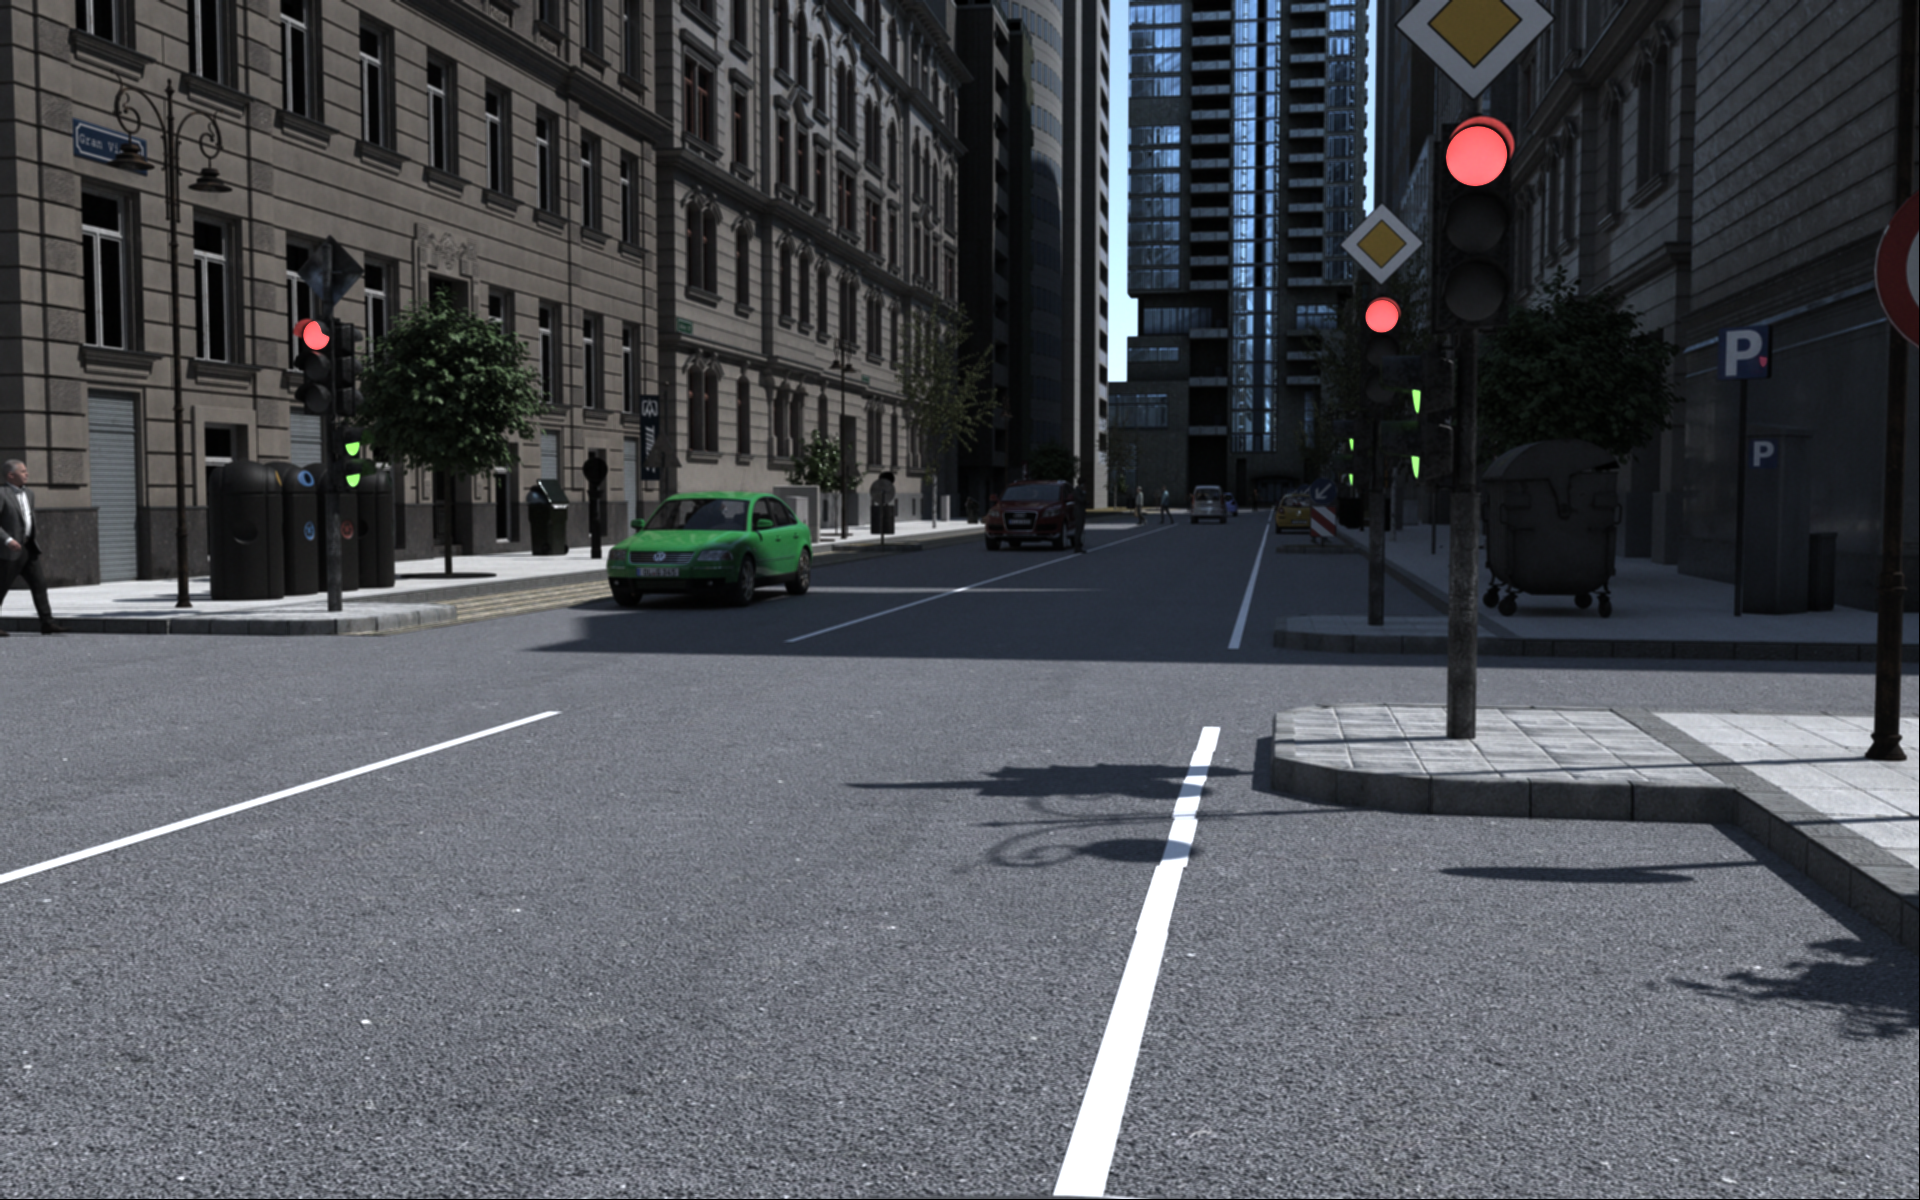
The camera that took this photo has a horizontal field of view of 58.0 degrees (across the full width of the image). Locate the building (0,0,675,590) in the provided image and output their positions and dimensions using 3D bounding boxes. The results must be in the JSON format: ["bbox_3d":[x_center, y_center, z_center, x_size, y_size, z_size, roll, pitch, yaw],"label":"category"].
[{"bbox_3d":[-15.793,-14.555,35.241,12.463,27.353,25.104,1,4,10],"label":"building"}]

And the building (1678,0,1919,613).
[{"bbox_3d":[19.526,-10.519,21.138,18.267,20.994,9.793,1,4,10],"label":"building"}]

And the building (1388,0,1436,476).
[{"bbox_3d":[31.524,-27.260,95.810,14.600,45.320,14.200,1,4,10],"label":"building"}]

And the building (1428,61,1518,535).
[{"bbox_3d":[24.014,-14.924,62.026,12.078,24.808,19.932,1,4,10],"label":"building"}]

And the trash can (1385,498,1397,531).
[{"bbox_3d":[14.727,-2.956,59.976,0.748,1.137,0.748,0,3,0],"label":"trash can"}]

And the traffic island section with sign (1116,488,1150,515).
[{"bbox_3d":[11.842,-6.770,119.320,1.989,1.847,2.006,1,4,10],"label":"traffic island section with sign"}]

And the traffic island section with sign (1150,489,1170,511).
[{"bbox_3d":[16.689,-8.392,145.838,1.989,1.847,2.006,1,4,10],"label":"traffic island section with sign"}]

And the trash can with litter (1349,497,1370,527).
[{"bbox_3d":[15.782,-3.489,68.440,1.055,1.170,0.624,1,4,14],"label":"trash can with litter"}]

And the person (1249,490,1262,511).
[{"bbox_3d":[25.354,-8.569,148.745,1.348,1.807,0.705,-1,4,-20],"label":"person"}]

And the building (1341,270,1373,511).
[{"bbox_3d":[46.768,-18.368,145.363,27.650,21.520,28.899,1,4,10],"label":"building"}]

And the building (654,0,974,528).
[{"bbox_3d":[-8.119,-18.095,83.249,14.401,28.519,23.554,1,4,10],"label":"building"}]

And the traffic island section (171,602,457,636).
[{"bbox_3d":[-6.862,0.202,18.978,2.009,0.180,2.903,1,4,10],"label":"traffic island section"}]

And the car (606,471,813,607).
[{"bbox_3d":[-3.309,-0.901,23.531,1.959,1.807,4.718,1,4,10],"label":"car"}]

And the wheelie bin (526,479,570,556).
[{"bbox_3d":[-8.658,-1.735,36.273,0.693,1.594,0.980,2,4,25],"label":"wheelie bin"}]

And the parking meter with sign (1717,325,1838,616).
[{"bbox_3d":[8.820,-1.366,18.600,1.738,3.016,0.543,-3,4,-38],"label":"parking meter with sign"}]

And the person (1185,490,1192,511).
[{"bbox_3d":[19.308,-8.327,145.373,0.721,1.735,1.217,-3,5,-42],"label":"person"}]

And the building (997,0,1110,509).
[{"bbox_3d":[-0.907,-37.606,156.861,28.212,58.520,21.231,1,4,10],"label":"building"}]

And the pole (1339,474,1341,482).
[{"bbox_3d":[19.897,-5.904,90.379,0.158,3.312,0.155,0,3,0],"label":"pole"}]

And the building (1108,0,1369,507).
[{"bbox_3d":[30.247,-53.416,186.028,31.000,86.520,22.319,1,4,10],"label":"building"}]

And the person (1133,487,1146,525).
[{"bbox_3d":[8.384,-4.383,80.648,0.515,1.767,0.782,0,4,-6],"label":"person"}]

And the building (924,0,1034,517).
[{"bbox_3d":[-3.599,-20.184,101.717,14.160,30.474,14.107,1,4,10],"label":"building"}]

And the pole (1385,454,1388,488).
[{"bbox_3d":[20.798,-5.545,84.510,0.158,3.312,0.155,0,3,0],"label":"pole"}]

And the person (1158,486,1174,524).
[{"bbox_3d":[9.864,-4.566,83.009,0.748,1.841,0.638,3,4,36],"label":"person"}]

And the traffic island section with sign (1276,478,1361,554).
[{"bbox_3d":[8.761,-2.067,42.418,1.989,1.847,2.006,1,4,10],"label":"traffic island section with sign"}]

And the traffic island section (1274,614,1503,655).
[{"bbox_3d":[4.097,0.325,16.975,2.009,0.180,2.903,1,4,10],"label":"traffic island section"}]

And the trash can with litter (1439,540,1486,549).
[{"bbox_3d":[12.261,-1.839,41.120,1.678,1.210,2.233,1,4,16],"label":"trash can with litter"}]

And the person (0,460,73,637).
[{"bbox_3d":[-9.425,-0.521,17.422,0.834,1.777,0.661,0,4,2],"label":"person"}]

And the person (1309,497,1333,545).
[{"bbox_3d":[10.209,-2.464,48.772,0.713,1.824,0.794,2,4,26],"label":"person"}]

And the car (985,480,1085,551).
[{"bbox_3d":[2.028,-2.260,45.621,2.281,1.827,5.304,1,4,12],"label":"car"}]

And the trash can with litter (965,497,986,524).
[{"bbox_3d":[0.777,-3.875,74.751,1.055,1.170,0.624,-1,4,-10],"label":"trash can with litter"}]

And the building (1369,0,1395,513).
[{"bbox_3d":[38.551,-35.094,115.786,21.231,58.520,28.212,1,4,10],"label":"building"}]

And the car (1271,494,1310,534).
[{"bbox_3d":[12.487,-3.276,63.782,2.015,1.641,3.980,1,4,11],"label":"car"}]

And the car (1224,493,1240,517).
[{"bbox_3d":[17.039,-6.248,111.749,1.945,1.707,3.694,1,4,11],"label":"car"}]

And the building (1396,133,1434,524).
[{"bbox_3d":[26.396,-13.828,80.847,10.420,20.320,16.860,1,4,10],"label":"building"}]

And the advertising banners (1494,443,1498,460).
[{"bbox_3d":[11.914,-2.565,38.124,0.090,3.025,2.074,1,4,9],"label":"advertising banners"}]

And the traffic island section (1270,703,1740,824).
[{"bbox_3d":[2.659,0.805,9.120,2.009,0.180,2.903,1,4,10],"label":"traffic island section"}]

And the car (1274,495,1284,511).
[{"bbox_3d":[27.762,-8.269,147.775,1.945,1.354,3.894,1,4,9],"label":"car"}]

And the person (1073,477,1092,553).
[{"bbox_3d":[2.964,-2.060,41.983,0.447,1.846,0.655,1,4,9],"label":"person"}]

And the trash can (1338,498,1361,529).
[{"bbox_3d":[14.635,-3.230,64.462,0.748,1.137,0.748,0,3,0],"label":"trash can"}]

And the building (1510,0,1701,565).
[{"bbox_3d":[20.872,-15.470,40.320,14.401,28.519,23.554,1,4,10],"label":"building"}]

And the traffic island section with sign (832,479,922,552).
[{"bbox_3d":[-2.015,-2.138,43.586,1.989,1.847,2.006,1,4,10],"label":"traffic island section with sign"}]
